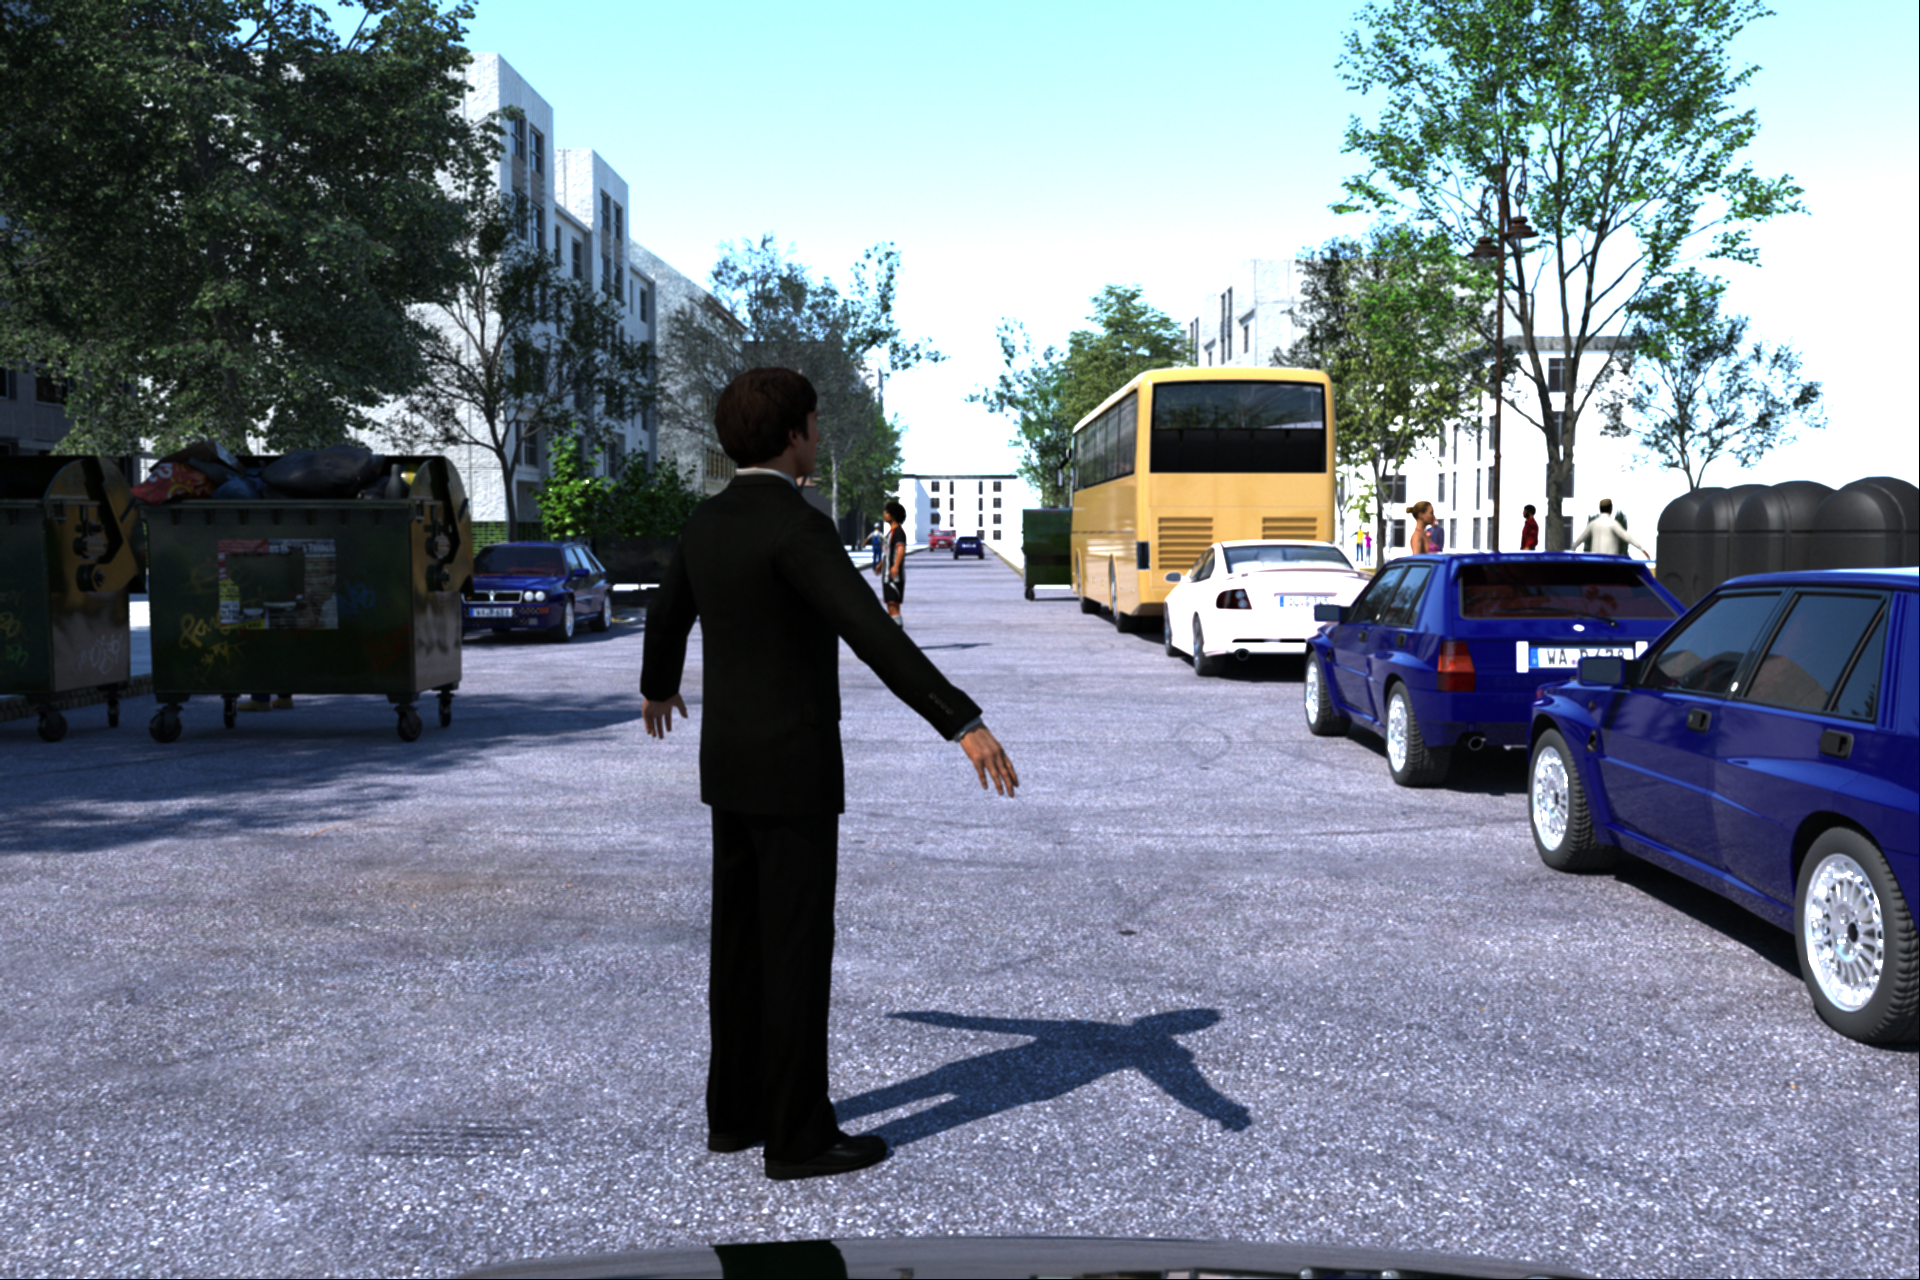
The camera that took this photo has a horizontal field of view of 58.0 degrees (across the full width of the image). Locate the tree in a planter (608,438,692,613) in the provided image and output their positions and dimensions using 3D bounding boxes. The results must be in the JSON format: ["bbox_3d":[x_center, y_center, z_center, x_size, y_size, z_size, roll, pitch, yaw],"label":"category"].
[{"bbox_3d":[-6.011,-2.150,32.378,1.991,3.239,1.994,0,3,0],"label":"tree in a planter"}]

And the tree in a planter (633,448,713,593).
[{"bbox_3d":[-6.024,-2.389,36.278,1.991,3.239,1.994,0,3,0],"label":"tree in a planter"}]

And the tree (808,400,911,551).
[{"bbox_3d":[-7.818,-12.458,129.451,9.928,11.665,9.643,0,3,0],"label":"tree"}]

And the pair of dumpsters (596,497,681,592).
[{"bbox_3d":[-5.758,-2.028,38.103,4.436,2.255,1.574,0,3,0],"label":"pair of dumpsters"}]

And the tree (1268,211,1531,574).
[{"bbox_3d":[12.136,-7.015,49.107,8.767,10.594,7.601,2,4,33],"label":"tree"}]

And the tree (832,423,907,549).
[{"bbox_3d":[-8.312,-13.843,152.089,9.928,11.665,9.643,0,3,0],"label":"tree"}]

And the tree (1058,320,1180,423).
[{"bbox_3d":[5.613,-6.739,60.541,4.737,8.622,4.395,0,3,0],"label":"tree"}]

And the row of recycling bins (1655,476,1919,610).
[{"bbox_3d":[6.489,-0.404,13.713,1.069,1.692,3.534,0,3,0],"label":"row of recycling bins"}]

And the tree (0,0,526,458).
[{"bbox_3d":[-12.216,-7.481,28.963,9.857,13.997,8.962,0,3,0],"label":"tree"}]

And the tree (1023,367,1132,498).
[{"bbox_3d":[7.548,-9.773,94.208,8.767,10.594,7.601,-1,4,-18],"label":"tree"}]

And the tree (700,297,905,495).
[{"bbox_3d":[-8.481,-11.001,90.239,12.009,13.543,11.850,0,3,0],"label":"tree"}]

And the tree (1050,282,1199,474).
[{"bbox_3d":[7.655,-9.811,78.538,7.486,12.596,7.792,0,3,0],"label":"tree"}]

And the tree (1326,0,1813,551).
[{"bbox_3d":[9.921,-6.287,28.542,9.928,11.665,9.643,0,3,0],"label":"tree"}]

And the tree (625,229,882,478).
[{"bbox_3d":[-8.367,-9.785,70.355,12.009,13.543,11.850,0,3,0],"label":"tree"}]

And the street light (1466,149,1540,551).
[{"bbox_3d":[6.635,-2.969,21.331,0.468,5.910,1.993,0,4,1],"label":"street light"}]

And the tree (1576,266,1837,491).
[{"bbox_3d":[25.441,-7.650,59.484,8.767,10.594,7.601,2,4,25],"label":"tree"}]

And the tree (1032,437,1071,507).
[{"bbox_3d":[6.471,-10.383,120.128,4.360,8.622,3.978,0,3,0],"label":"tree"}]

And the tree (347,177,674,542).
[{"bbox_3d":[-11.478,-6.717,44.228,8.767,10.594,7.601,-2,4,-32],"label":"tree"}]

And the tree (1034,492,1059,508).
[{"bbox_3d":[12.965,-17.776,241.003,4.360,8.622,3.978,0,3,0],"label":"tree"}]

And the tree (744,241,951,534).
[{"bbox_3d":[-6.625,-15.606,111.055,12.611,20.169,13.585,0,3,0],"label":"tree"}]

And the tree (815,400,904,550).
[{"bbox_3d":[-8.589,-13.585,140.234,7.486,12.596,7.792,0,3,0],"label":"tree"}]

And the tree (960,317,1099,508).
[{"bbox_3d":[5.932,-18.149,152.624,12.611,20.169,13.585,0,3,0],"label":"tree"}]

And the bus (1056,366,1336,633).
[{"bbox_3d":[3.417,-2.226,27.947,2.896,3.916,12.252,0,4,-1],"label":"bus"}]

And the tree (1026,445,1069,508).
[{"bbox_3d":[7.636,-11.593,139.910,4.737,8.622,4.395,0,3,0],"label":"tree"}]

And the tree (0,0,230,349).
[{"bbox_3d":[-12.210,-5.143,18.500,7.601,10.594,8.767,3,5,42],"label":"tree"}]

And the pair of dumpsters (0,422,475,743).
[{"bbox_3d":[-5.835,-0.449,12.292,4.436,2.255,1.574,0,4,0],"label":"pair of dumpsters"}]

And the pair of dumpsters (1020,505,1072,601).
[{"bbox_3d":[3.522,-1.992,37.524,4.436,2.255,1.574,0,4,-1],"label":"pair of dumpsters"}]

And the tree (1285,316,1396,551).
[{"bbox_3d":[12.617,-6.556,57.561,4.737,8.622,4.395,0,3,0],"label":"tree"}]

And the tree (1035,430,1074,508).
[{"bbox_3d":[6.935,-9.889,112.050,4.360,8.622,3.978,0,3,0],"label":"tree"}]

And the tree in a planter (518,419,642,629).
[{"bbox_3d":[-6.081,-1.829,27.128,1.991,3.239,1.994,0,4,0],"label":"tree in a planter"}]

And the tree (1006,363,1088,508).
[{"bbox_3d":[6.643,-10.943,104.677,9.928,11.665,9.643,0,3,0],"label":"tree"}]
